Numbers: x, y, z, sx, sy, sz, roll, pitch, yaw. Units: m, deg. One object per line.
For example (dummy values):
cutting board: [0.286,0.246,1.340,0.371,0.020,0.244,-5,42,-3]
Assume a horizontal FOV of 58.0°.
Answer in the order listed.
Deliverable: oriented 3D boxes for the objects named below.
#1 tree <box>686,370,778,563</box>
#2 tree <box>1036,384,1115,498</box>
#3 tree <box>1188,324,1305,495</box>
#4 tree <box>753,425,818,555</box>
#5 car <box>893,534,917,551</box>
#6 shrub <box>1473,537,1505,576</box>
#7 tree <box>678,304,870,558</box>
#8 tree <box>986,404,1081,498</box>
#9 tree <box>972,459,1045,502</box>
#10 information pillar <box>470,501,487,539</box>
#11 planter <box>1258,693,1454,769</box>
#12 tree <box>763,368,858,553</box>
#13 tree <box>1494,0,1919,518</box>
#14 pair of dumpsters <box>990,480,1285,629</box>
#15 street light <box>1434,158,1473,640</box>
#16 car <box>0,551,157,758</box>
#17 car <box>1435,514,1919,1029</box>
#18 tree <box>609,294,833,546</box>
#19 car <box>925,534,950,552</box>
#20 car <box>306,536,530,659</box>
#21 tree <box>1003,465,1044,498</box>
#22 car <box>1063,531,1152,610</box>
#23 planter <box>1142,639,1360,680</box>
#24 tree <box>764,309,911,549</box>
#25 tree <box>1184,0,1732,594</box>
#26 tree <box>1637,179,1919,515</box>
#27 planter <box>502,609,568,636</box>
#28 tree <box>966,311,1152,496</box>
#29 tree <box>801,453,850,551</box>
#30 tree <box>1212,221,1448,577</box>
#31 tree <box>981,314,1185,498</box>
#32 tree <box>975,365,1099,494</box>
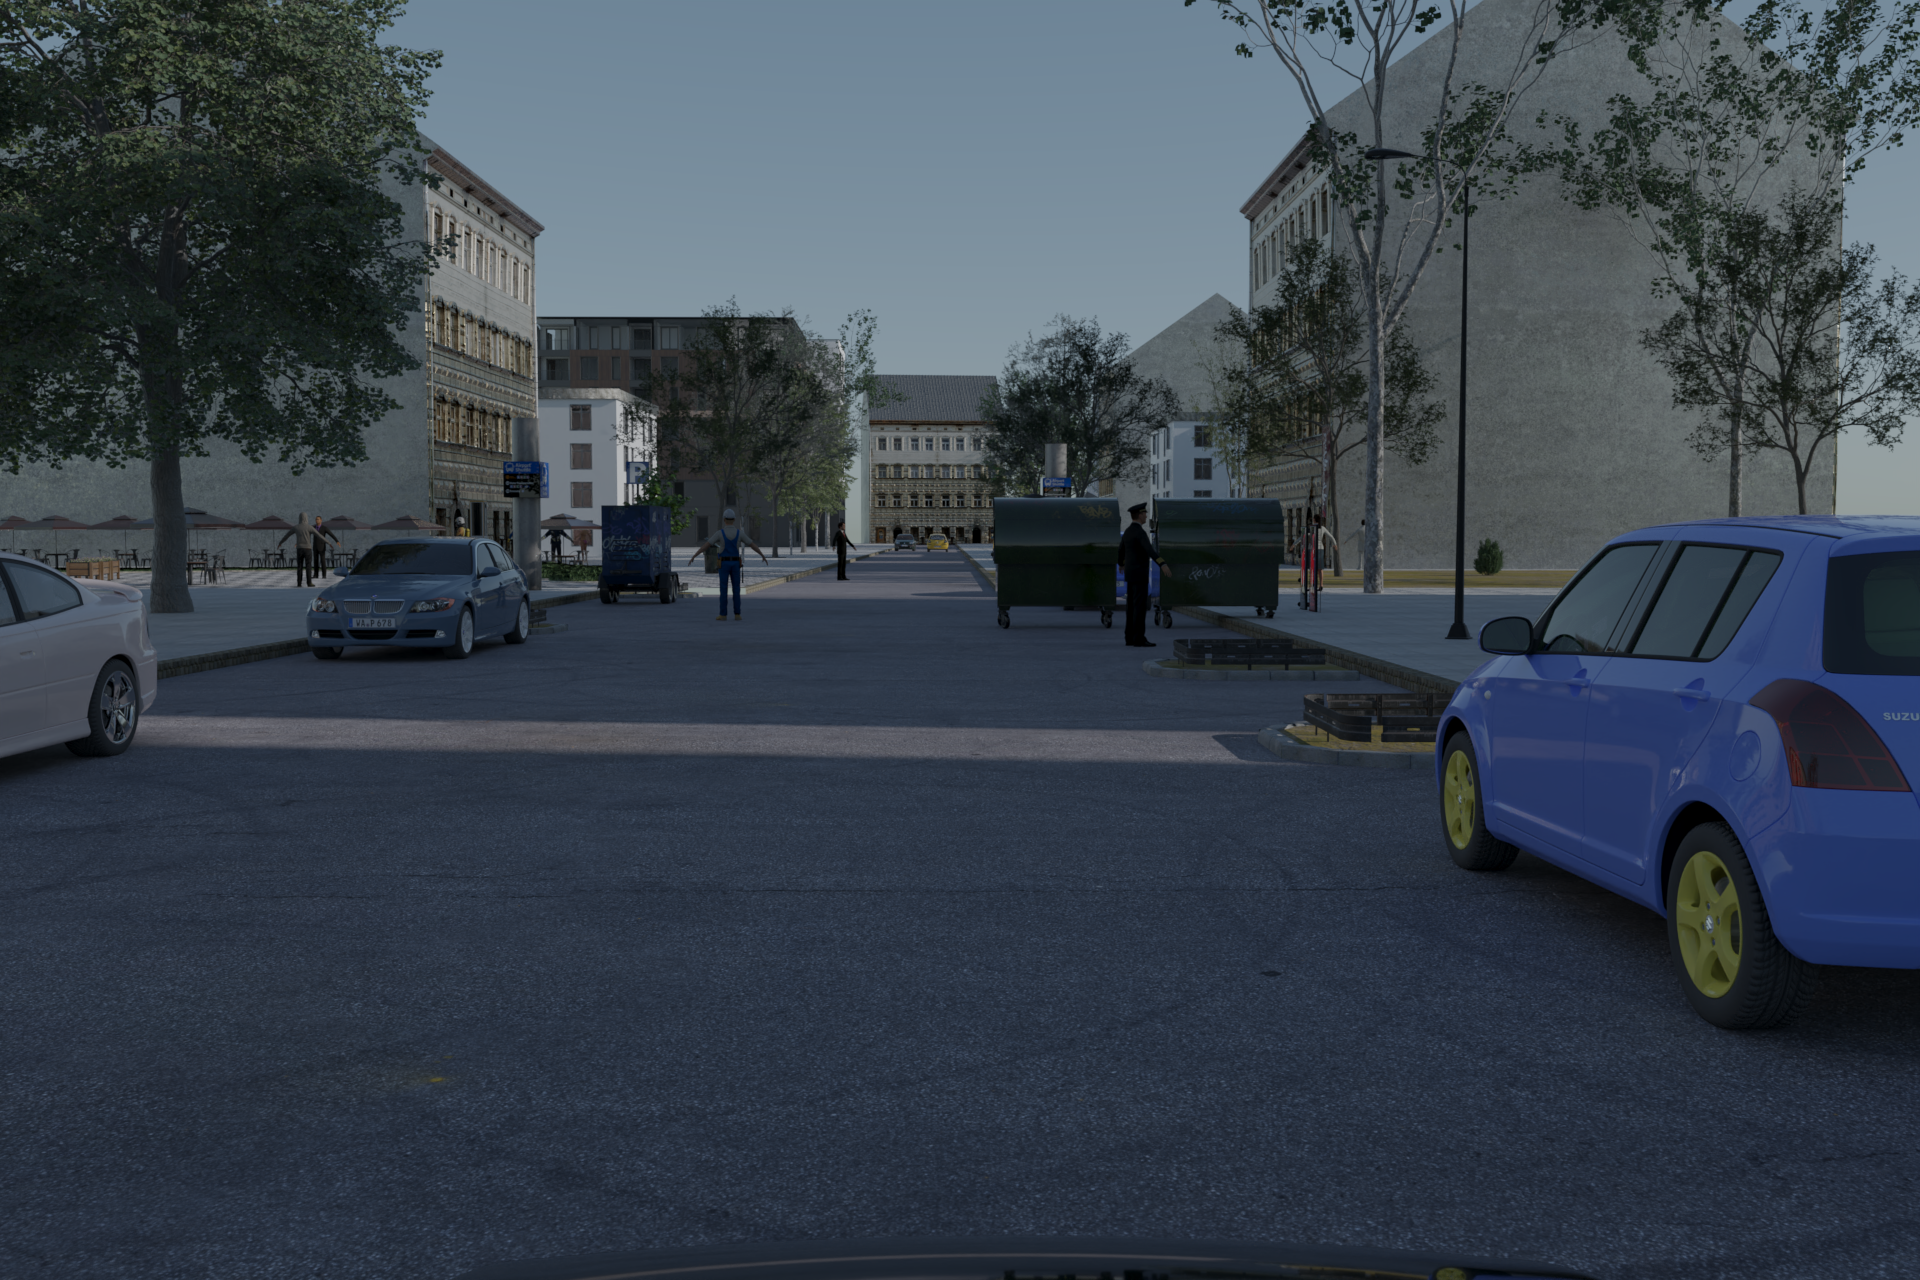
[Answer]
tree: [-9.532,-7.741,76.925,4.360,8.622,3.978,0,3,0]
tree: [5.237,-8.049,81.960,4.360,8.622,3.978,0,3,0]
tree: [9.672,-6.757,60.840,4.360,8.622,3.978,0,3,0]
tree: [-10.046,-9.444,104.769,4.360,8.622,3.978,0,3,0]
car: [-4.592,-8.276,145.094,2.009,1.686,4.222,0,4,0]
shrub: [16.370,-2.599,53.614,1.383,1.207,1.383,0,3,0]
tree: [-9.910,-11.158,92.797,12.009,13.543,11.850,0,3,0]
tree: [5.411,-11.242,118.213,7.601,10.594,8.767,-2,4,-23]
tree: [5.206,-12.843,144.390,8.767,10.594,7.601,0,4,-2]
information pillar: [-10.657,-2.073,38.384,0.304,2.012,0.304,0,3,0]
planter: [3.047,0.586,11.551,1.991,0.319,1.994,0,4,0]
tree: [-10.403,-12.233,118.138,7.486,12.596,7.792,0,3,0]
tree: [23.567,-12.224,55.746,12.611,20.169,13.585,0,3,0]
pair of dumpsters: [2.687,-1.327,26.652,4.436,2.255,1.574,0,4,0]
street light: [6.648,-2.965,21.023,1.470,5.913,1.316,0,4,0]
car: [-6.343,0.153,9.861,2.083,1.381,4.827,0,4,-1]
car: [2.980,0.200,6.321,1.945,1.707,3.694,0,4,-1]
tree: [-9.491,-8.172,68.033,8.767,10.594,7.601,-1,4,-20]
car: [-1.790,-7.894,139.283,2.015,1.641,3.980,0,4,0]
car: [-6.542,-0.573,21.370,2.014,1.417,4.499,0,4,-1]
tree: [5.122,-11.425,137.162,4.737,8.622,4.395,0,3,0]
car: [2.750,-1.479,33.768,1.945,1.707,3.694,0,4,0]
planter: [2.920,0.196,17.941,1.991,0.319,1.994,0,4,0]
tree: [-9.617,-17.629,144.118,12.611,20.169,13.585,0,3,0]
tree: [10.141,-11.014,35.974,12.611,20.169,13.585,0,3,0]
tree: [22.006,-6.752,44.812,8.767,10.594,7.601,1,4,22]
planter: [-6.846,-0.259,25.372,1.991,0.319,1.994,0,4,0]
tree: [5.463,-11.277,94.750,12.009,13.543,11.850,0,3,0]
tree: [-10.415,-10.872,128.115,4.737,8.622,4.395,0,3,0]
tree: [11.117,-7.199,52.109,7.601,10.594,8.767,1,4,20]
tree: [5.084,-8.559,74.351,8.767,10.594,7.601,-1,4,-15]
tree: [4.918,-11.033,106.151,9.928,11.665,9.643,0,3,0]
